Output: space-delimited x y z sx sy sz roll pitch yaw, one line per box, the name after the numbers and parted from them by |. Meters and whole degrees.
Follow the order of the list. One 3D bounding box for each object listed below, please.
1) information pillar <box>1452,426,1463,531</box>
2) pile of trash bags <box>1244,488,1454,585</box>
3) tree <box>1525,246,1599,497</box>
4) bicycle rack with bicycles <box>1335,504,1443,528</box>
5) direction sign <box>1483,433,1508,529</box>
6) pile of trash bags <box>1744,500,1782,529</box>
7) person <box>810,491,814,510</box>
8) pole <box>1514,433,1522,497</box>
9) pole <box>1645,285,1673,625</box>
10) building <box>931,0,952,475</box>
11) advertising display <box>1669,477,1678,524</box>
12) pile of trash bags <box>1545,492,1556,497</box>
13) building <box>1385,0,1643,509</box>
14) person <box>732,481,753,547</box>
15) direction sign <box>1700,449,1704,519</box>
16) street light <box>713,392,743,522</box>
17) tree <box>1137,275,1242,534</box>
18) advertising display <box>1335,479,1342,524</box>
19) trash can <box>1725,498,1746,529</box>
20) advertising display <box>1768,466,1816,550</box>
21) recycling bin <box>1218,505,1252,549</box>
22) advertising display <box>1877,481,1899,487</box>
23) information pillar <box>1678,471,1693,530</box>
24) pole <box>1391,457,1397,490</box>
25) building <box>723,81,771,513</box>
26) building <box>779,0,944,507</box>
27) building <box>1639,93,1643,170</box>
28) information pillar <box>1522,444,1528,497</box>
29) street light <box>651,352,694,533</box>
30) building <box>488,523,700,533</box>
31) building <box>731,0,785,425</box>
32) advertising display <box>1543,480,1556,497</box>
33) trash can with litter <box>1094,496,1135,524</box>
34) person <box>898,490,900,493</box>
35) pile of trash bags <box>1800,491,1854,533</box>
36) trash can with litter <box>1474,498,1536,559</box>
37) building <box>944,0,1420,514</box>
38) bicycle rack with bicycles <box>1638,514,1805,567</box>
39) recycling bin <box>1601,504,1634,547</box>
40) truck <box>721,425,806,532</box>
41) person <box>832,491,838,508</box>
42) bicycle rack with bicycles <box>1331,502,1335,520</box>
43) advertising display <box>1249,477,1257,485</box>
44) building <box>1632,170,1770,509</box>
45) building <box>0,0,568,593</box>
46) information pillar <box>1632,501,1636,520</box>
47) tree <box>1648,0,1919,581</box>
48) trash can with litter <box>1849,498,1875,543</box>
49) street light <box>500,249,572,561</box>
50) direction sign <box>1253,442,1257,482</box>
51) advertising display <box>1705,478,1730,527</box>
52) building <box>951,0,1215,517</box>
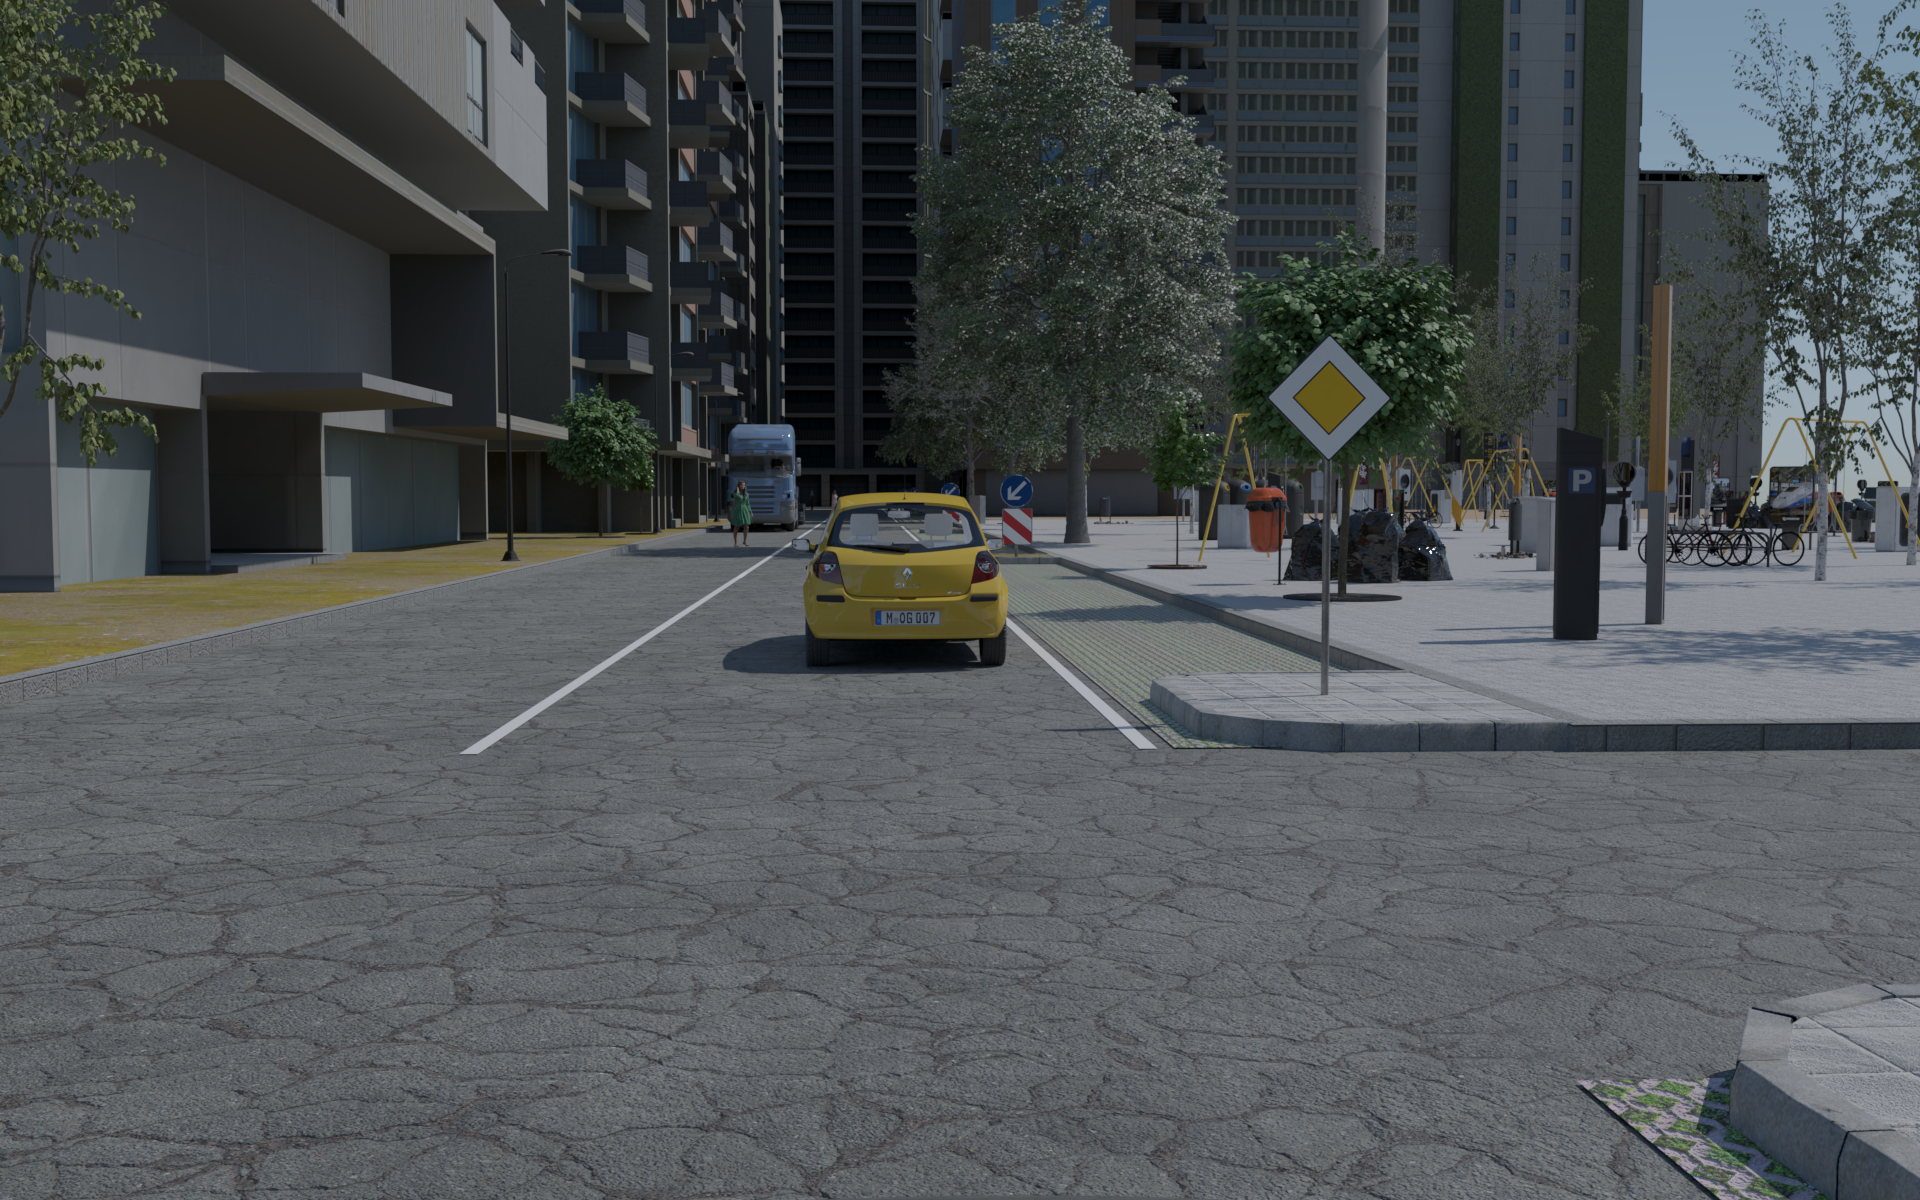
17.222 -4.196 59.959 0.183 3.616 0.504 -1 4 -16 | information pillar
5.532 -0.960 25.442 3.447 1.369 1.912 -2 4 -35 | pile of trash bags
16.648 -6.178 51.374 4.360 8.622 3.978 0 3 0 | tree
16.250 -3.158 65.019 2.852 0.926 2.925 -2 4 -29 | bicycle rack with bicycles
19.745 -4.399 63.913 0.876 3.537 0.379 0 3 0 | direction sign
31.078 -3.344 64.432 3.447 1.369 1.912 0 4 5 | pile of trash bags
-13.527 -9.045 157.116 0.721 1.736 1.217 -1 4 -10 | person
18.639 -3.917 57.892 0.158 3.312 0.155 0 3 0 | pole
6.871 -1.418 17.027 0.158 3.312 0.155 0 3 0 | pole
11.435 -34.203 148.449 28.713 52.752 27.495 0 4 -3 | building
25.881 -3.580 63.753 0.974 1.923 0.123 0 4 8 | advertising display
28.688 -4.284 79.798 3.447 1.369 1.912 2 4 25 | pile of trash bags
42.497 -37.375 153.080 28.212 58.520 21.231 0 4 -3 | building
-5.930 -2.336 46.948 0.600 1.795 0.529 -3 5 -43 | person
37.467 -5.854 87.717 0.379 3.537 0.876 0 4 5 | direction sign
-10.609 -6.528 79.268 1.470 5.913 1.316 0 4 -3 | street light
7.379 -6.443 55.713 4.360 8.622 3.978 0 3 0 | tree
16.434 -4.232 74.406 0.123 1.923 0.974 3 5 43 | advertising display
28.588 -3.194 63.871 0.748 1.137 0.748 0 3 0 | trash can
19.176 -2.124 39.937 0.974 1.923 0.123 3 5 40 | advertising display
6.557 -1.741 41.018 0.722 1.027 0.722 2 4 29 | recycling bin
45.057 -4.827 84.142 0.123 1.923 0.974 -2 4 -32 | advertising display
23.505 -3.159 56.148 0.304 2.012 0.304 -1 4 -8 | information pillar
13.091 -3.572 52.238 0.158 3.312 0.155 0 3 0 | pole
-20.734 -21.387 121.384 14.160 30.474 14.107 0 4 -3 | building
-8.597 -45.293 178.799 20.611 71.187 20.563 0 4 -3 | building
60.554 -30.345 179.741 14.086 41.232 14.154 0 4 -3 | building
26.134 -5.429 80.123 0.183 3.616 0.504 0 4 -1 | information pillar
-9.413 -5.151 56.766 1.470 5.913 1.316 0 4 -3 | street light
-20.696 -25.354 69.157 22.147 44.769 28.867 0 4 -3 | building
-26.289 -32.164 149.581 21.600 48.544 21.300 0 4 -3 | building
28.104 -4.700 82.060 0.974 1.923 0.123 0 4 3 | advertising display
6.609 -3.858 74.134 2.233 1.210 1.678 -2 4 -25 | trash can with litter
-4.592 -7.513 132.061 1.217 1.743 0.721 -1 4 -20 | person
28.714 -2.932 57.693 1.912 1.369 3.447 2 4 30 | pile of trash bags
10.983 -1.459 34.912 1.678 1.210 2.233 2 4 32 | trash can with litter
15.101 -26.382 123.219 32.217 40.220 23.993 0 4 -3 | building
13.638 -1.092 31.231 2.925 0.926 2.852 1 4 14 | bicycle rack with bicycles
16.179 -1.841 42.662 0.722 1.027 0.722 2 4 24 | recycling bin
-7.952 -5.082 72.845 2.967 4.110 18.799 0 4 -4 | truck
-11.734 -9.354 162.107 0.621 1.740 0.551 2 4 25 | person
19.299 -4.416 85.578 2.852 0.926 2.925 1 4 18 | bicycle rack with bicycles
10.911 -3.628 64.527 0.123 1.923 0.974 1 4 19 | advertising display
63.447 -23.651 158.389 14.107 30.474 14.160 0 4 -3 | building
-23.529 -27.117 32.595 28.713 52.752 27.495 0 4 -3 | building
32.998 -4.926 85.027 0.304 2.012 0.304 0 4 3 | information pillar
12.506 -4.589 25.395 4.360 8.622 3.978 0 3 0 | tree
24.103 -2.107 45.843 0.624 1.170 1.055 -2 4 -25 | trash can with litter
-8.063 -3.698 33.000 1.470 5.913 1.316 0 4 -3 | street light
10.399 -4.228 61.128 0.379 3.537 0.876 1 4 17 | direction sign
29.478 -3.804 67.413 0.974 1.923 0.123 0 4 -7 | advertising display
6.755 -27.728 103.464 14.600 45.320 14.200 0 4 -3 | building
